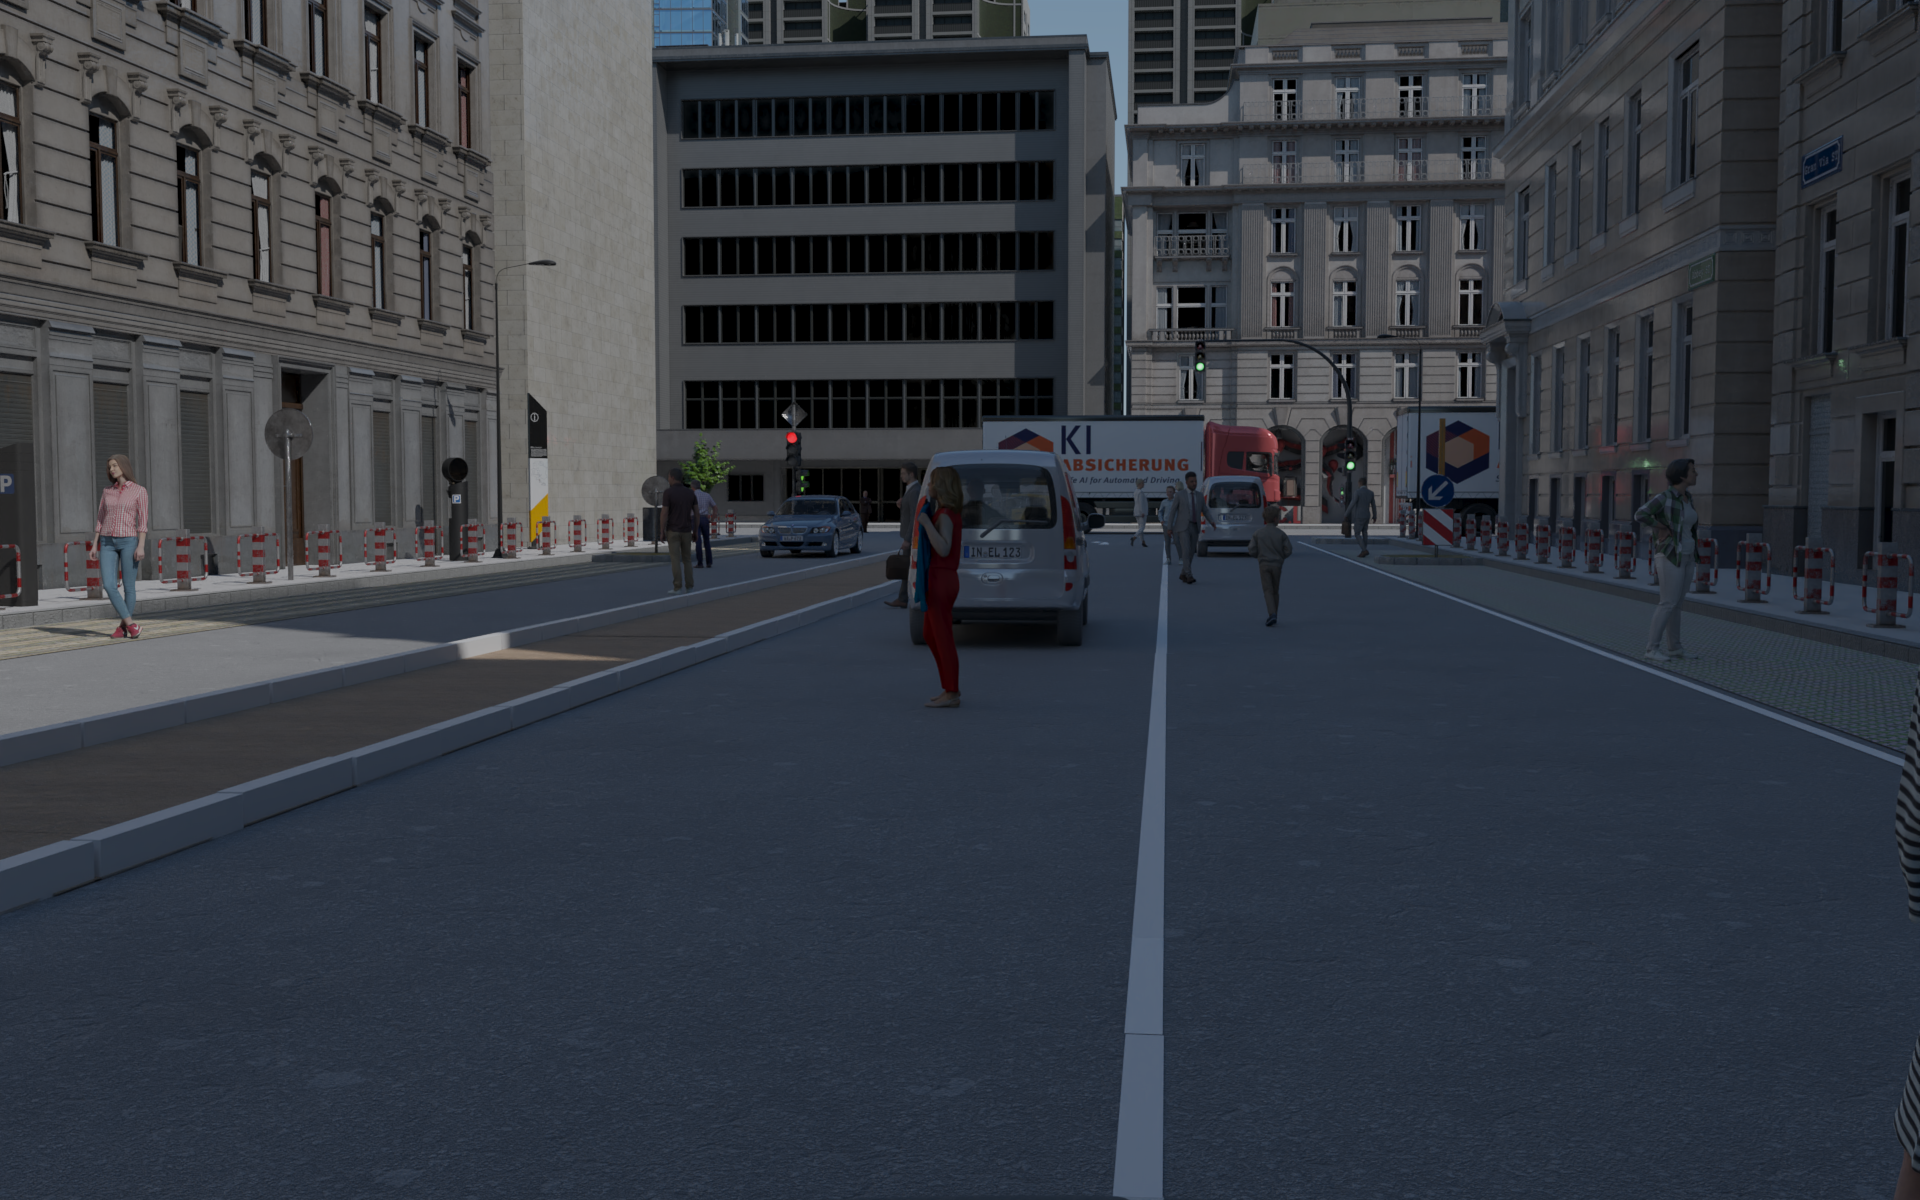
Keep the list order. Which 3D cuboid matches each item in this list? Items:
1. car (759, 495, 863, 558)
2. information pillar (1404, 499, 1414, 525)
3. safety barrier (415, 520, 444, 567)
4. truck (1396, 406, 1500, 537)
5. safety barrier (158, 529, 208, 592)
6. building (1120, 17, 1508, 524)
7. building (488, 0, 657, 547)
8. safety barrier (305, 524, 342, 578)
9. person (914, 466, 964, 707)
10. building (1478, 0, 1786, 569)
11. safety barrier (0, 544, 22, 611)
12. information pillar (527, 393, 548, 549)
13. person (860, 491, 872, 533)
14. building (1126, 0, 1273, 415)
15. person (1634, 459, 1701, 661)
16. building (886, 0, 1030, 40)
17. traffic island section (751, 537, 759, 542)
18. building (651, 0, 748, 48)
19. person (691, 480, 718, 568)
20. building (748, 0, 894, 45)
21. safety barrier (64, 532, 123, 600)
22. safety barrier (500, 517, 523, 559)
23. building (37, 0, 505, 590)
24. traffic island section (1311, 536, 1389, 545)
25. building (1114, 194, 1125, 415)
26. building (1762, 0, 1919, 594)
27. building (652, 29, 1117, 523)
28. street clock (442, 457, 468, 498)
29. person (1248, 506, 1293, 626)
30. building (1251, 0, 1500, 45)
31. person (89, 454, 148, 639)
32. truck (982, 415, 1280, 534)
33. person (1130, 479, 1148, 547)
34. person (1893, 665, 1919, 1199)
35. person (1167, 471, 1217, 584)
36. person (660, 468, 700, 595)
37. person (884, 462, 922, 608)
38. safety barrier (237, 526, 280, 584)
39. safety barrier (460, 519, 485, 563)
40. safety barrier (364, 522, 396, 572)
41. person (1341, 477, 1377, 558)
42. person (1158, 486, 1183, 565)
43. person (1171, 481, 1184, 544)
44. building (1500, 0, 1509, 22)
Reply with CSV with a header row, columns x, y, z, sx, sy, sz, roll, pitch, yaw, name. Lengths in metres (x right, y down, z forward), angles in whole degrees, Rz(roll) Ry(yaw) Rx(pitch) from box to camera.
x,y,z,sx,sy,sz,roll,pitch,yaw,name
-3.427,-1.751,40.632,2.014,1.417,4.499,0,4,8,car
18.671,-4.125,71.934,0.304,2.012,0.304,-3,5,-40,information pillar
-9.337,-0.991,30.482,0.300,0.817,1.120,0,4,7,safety barrier
19.953,-4.094,55.858,11.283,4.237,2.839,0,4,6,truck
-10.247,-0.525,22.857,0.300,0.817,1.120,0,4,7,safety barrier
19.488,-14.466,78.325,24.055,21.916,13.314,0,4,7,building
-18.063,-11.774,47.249,16.860,20.320,10.420,0,4,7,building
-9.791,-0.758,26.668,0.300,0.817,1.120,0,4,7,safety barrier
-0.151,-0.088,11.643,0.444,1.614,0.593,2,4,30,person
20.171,-15.407,37.804,13.634,28.700,20.117,0,4,7,building
-10.707,-0.292,19.052,0.300,0.817,1.120,0,4,7,safety barrier
-9.827,-2.993,40.287,0.183,3.616,0.504,3,5,44,information pillar
-3.474,-3.264,64.143,0.482,1.546,0.388,-1,4,-21,person
33.665,-49.034,239.957,20.611,71.187,20.563,0,4,7,building
6.154,-0.351,14.959,0.841,1.734,0.376,-3,4,-37,person
-1.271,-49.217,242.944,20.611,71.187,20.563,0,4,7,building
-5.051,-1.858,52.664,2.009,0.180,2.903,0,4,7,traffic island section
-37.507,-54.447,202.881,31.000,86.520,22.319,0,4,7,building
-5.072,-1.476,33.575,0.756,1.711,0.436,-2,4,-25,person
-21.684,-49.392,245.818,20.611,71.187,20.563,0,4,7,building
-10.476,-0.409,20.954,0.300,0.817,1.120,0,4,7,safety barrier
-8.875,-1.224,34.288,0.300,0.817,1.120,0,4,7,safety barrier
-16.050,-11.081,30.327,9.793,20.994,18.267,0,4,7,building
11.372,-1.738,50.692,2.009,0.180,2.903,0,4,7,traffic island section
15.619,-33.971,239.017,14.086,41.232,14.154,0,4,7,building
17.214,-13.299,14.698,12.463,27.353,25.104,0,4,7,building
-7.895,-16.075,81.891,30.058,24.678,14.314,0,4,7,building
-9.974,-1.815,34.253,0.358,2.002,0.471,3,4,38,street clock
3.373,-0.374,18.881,0.475,1.303,0.640,0,4,-3,person
38.484,-33.116,165.154,21.300,48.544,21.600,0,4,7,building
-8.310,-0.526,17.103,0.555,1.821,0.388,-1,4,-9,person
6.483,-4.505,62.567,11.283,4.237,2.839,0,4,6,truck
4.804,-2.336,46.578,0.818,1.842,0.514,-3,5,-39,person
1.369,0.453,2.093,0.512,1.701,0.522,1,4,16,person
3.679,-1.161,27.750,0.678,1.792,0.850,-1,4,-18,person
-4.023,-0.989,24.802,0.598,1.807,0.434,-2,4,-26,person
-0.558,-0.810,21.704,0.822,1.834,0.622,-1,4,-12,person
-10.025,-0.641,24.761,0.300,0.817,1.120,0,4,7,safety barrier
-9.108,-1.108,32.385,0.300,0.817,1.120,0,4,7,safety barrier
-9.565,-0.875,28.579,0.300,0.817,1.120,0,4,7,safety barrier
9.048,-1.863,39.086,0.709,1.813,0.853,-2,4,-27,person
4.274,-1.515,35.078,0.589,1.601,0.330,2,4,30,person
6.141,-2.472,49.095,0.526,1.800,0.537,1,4,16,person
70.775,-53.655,189.935,31.000,86.520,22.319,0,4,7,building
